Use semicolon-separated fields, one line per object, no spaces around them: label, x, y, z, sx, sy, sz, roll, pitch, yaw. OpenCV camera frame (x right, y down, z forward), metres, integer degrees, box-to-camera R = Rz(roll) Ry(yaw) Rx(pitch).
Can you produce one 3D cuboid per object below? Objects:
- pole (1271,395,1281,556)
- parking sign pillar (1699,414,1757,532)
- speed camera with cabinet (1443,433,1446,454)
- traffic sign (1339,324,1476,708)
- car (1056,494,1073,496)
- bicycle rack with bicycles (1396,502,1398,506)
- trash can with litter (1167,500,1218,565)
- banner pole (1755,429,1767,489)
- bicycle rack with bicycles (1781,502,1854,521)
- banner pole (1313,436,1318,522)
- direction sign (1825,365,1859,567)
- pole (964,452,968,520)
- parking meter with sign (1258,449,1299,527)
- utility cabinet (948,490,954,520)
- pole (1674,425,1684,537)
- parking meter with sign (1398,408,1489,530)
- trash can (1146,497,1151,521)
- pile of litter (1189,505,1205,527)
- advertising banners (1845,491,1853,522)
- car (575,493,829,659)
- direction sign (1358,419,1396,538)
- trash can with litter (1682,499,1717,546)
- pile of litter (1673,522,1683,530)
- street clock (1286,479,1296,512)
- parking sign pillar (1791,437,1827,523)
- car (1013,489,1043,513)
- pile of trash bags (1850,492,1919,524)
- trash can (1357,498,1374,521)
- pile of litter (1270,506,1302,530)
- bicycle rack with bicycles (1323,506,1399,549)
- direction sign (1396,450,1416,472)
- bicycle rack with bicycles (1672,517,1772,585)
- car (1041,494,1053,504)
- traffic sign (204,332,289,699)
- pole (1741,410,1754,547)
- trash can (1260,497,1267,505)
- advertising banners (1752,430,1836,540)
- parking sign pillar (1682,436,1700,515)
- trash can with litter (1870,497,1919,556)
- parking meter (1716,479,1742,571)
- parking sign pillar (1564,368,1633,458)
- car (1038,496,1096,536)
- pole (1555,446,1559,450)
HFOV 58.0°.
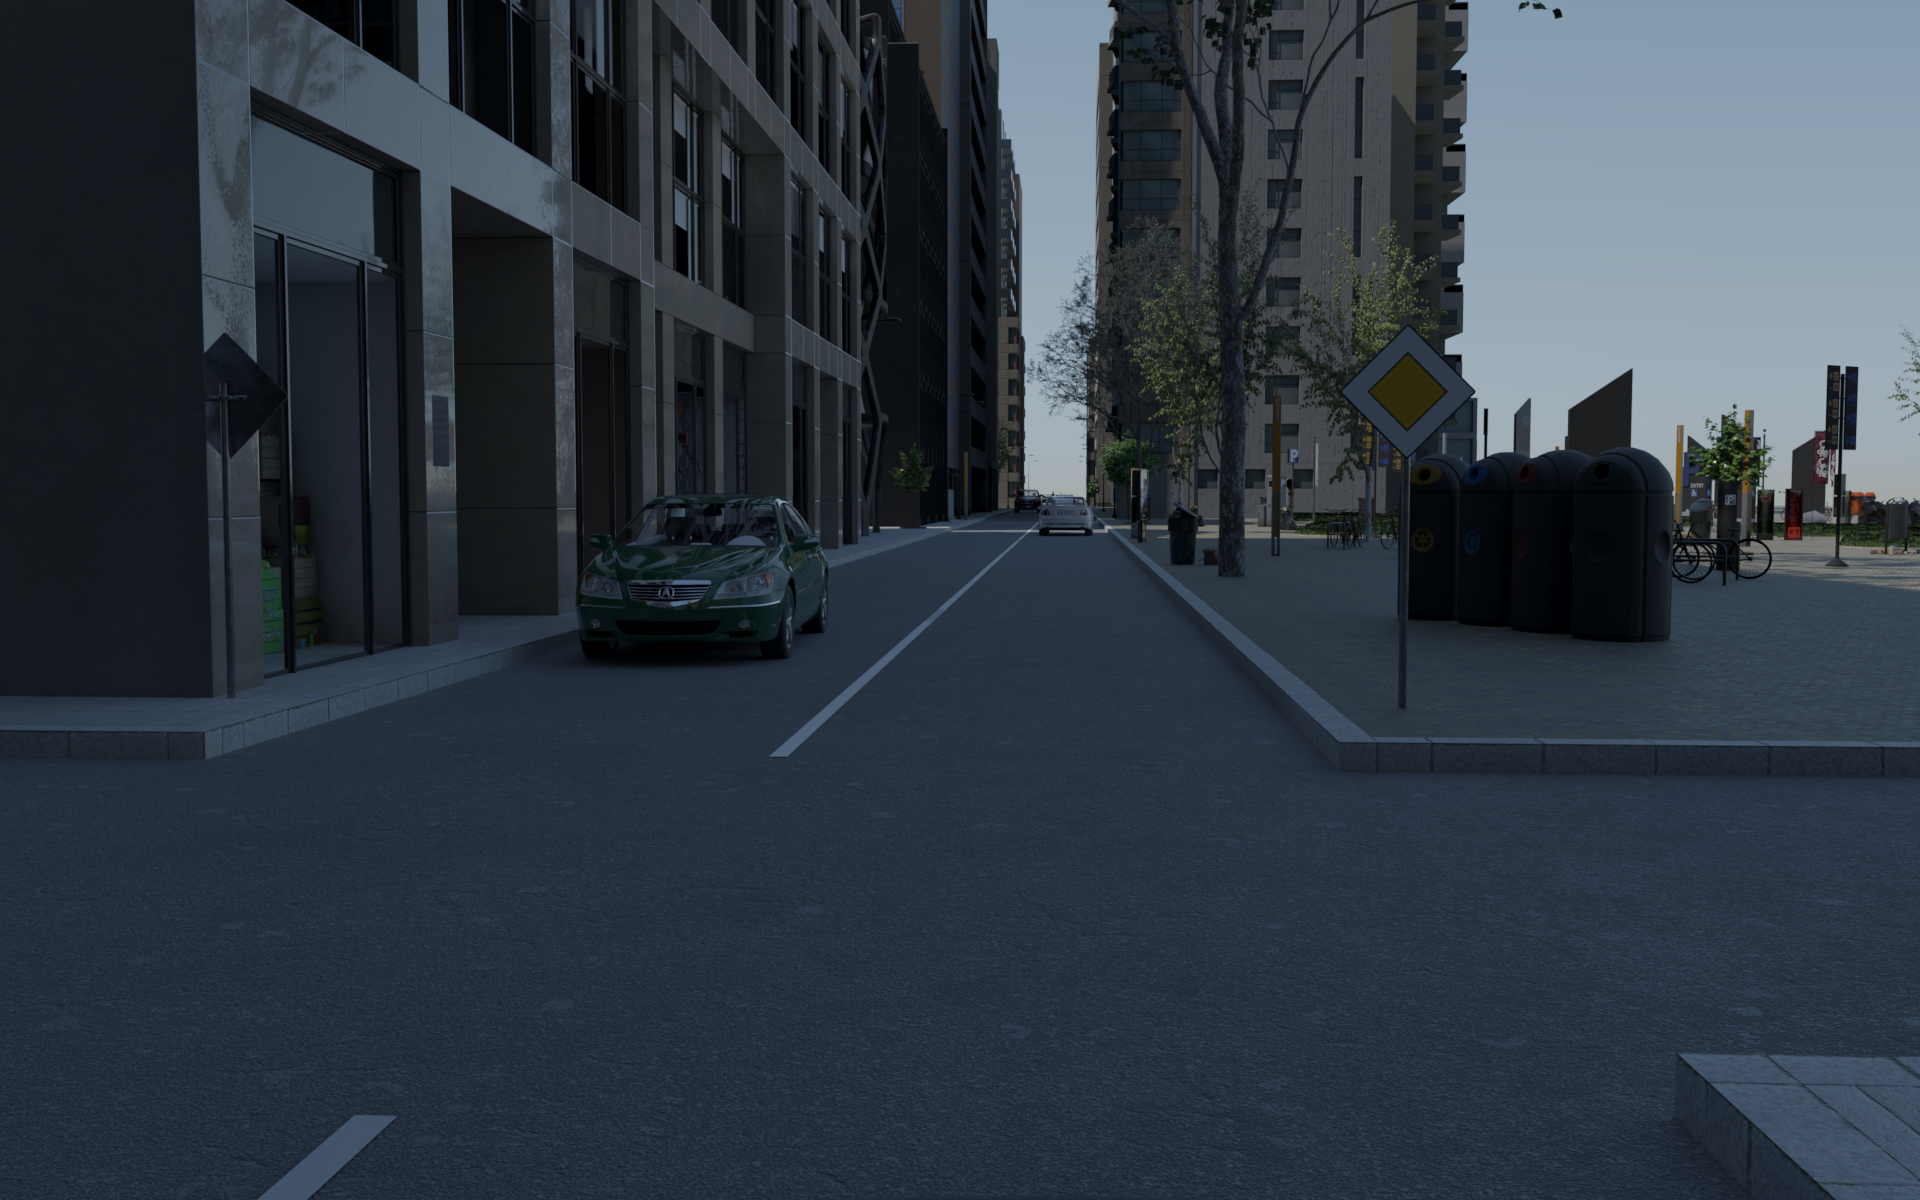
pole;6.557;-2.573;35.906;0.158;3.312;0.155;0;3;0
parking sign pillar;25.942;-4.249;57.938;1.447;3.967;1.447;-2;4;-30
speed camera with cabinet;16.223;-3.831;56.976;2.038;3.252;0.660;-2;4;-34
traffic sign;2.653;-0.410;10.342;0.795;2.450;0.064;0;4;4
car;7.066;-6.564;117.109;2.009;1.686;4.222;0;4;4
bicycle rack with bicycles;19.409;-3.734;74.440;2.925;0.926;2.852;0;4;-2
trash can with litter;4.309;-1.234;31.567;1.055;1.170;0.624;1;4;13
banner pole;30.731;-4.688;66.664;0.401;3.779;0.863;-2;4;-24
bicycle rack with bicycles;40.018;-4.146;81.170;2.925;0.926;2.852;3;5;40
banner pole;15.329;-5.176;74.644;0.401;3.779;0.863;2;4;26
direction sign;15.562;-2.363;30.628;0.876;3.537;0.379;-2;4;-31
pole;0.285;-5.537;84.365;0.158;3.312;0.155;0;3;0
parking meter with sign;12.291;-4.337;67.178;0.543;3.016;1.738;-3;4;-36
utility cabinet;-0.643;-4.627;84.336;0.318;1.500;1.173;-1;4;-21
pole;21.258;-3.509;51.207;0.158;3.312;0.155;0;3;0
parking meter with sign;9.878;-2.396;35.431;1.738;3.016;0.543;1;4;18
trash can;8.687;-4.296;81.892;0.748;1.137;0.748;0;3;0
pile of litter;8.915;-3.303;67.961;1.719;0.858;1.176;-2;4;-29
advertising banners;32.600;-4.155;64.119;0.090;3.025;2.074;0;4;6
car;-2.337;-0.294;16.599;2.131;1.459;4.920;0;4;2
direction sign;12.080;-3.571;50.383;0.876;3.537;0.379;3;5;39
trash can with litter;18.299;-1.929;42.926;1.055;1.170;0.624;-3;5;-41
pile of litter;24.345;-2.822;60.107;1.719;0.858;1.176;0;4;4
street clock;15.744;-4.762;82.425;0.471;2.002;0.358;2;4;27
parking sign pillar;35.368;-5.119;72.174;1.447;3.967;1.447;2;4;27
car;5.220;-7.563;132.320;2.281;1.827;5.304;0;4;4
pile of trash bags;39.476;-3.949;74.320;1.912;1.369;3.447;1;4;10
trash can;15.479;-3.319;65.918;0.748;1.137;0.748;0;3;0
pile of litter;11.756;-2.917;61.659;1.176;0.858;1.719;-1;4;-12
bicycle rack with bicycles;9.678;-1.684;40.923;2.852;0.926;2.925;2;4;34
direction sign;15.450;-4.177;60.283;0.876;3.537;0.379;3;5;41
bicycle rack with bicycles;10.338;-0.754;25.703;2.925;0.926;2.852;2;4;31
car;12.137;-13.924;239.662;2.014;1.417;4.499;0;4;3
traffic sign;-4.575;-0.439;10.821;0.795;2.450;0.064;0;4;4
pole;19.127;-2.949;42.059;0.158;3.312;0.155;0;3;0
trash can;14.840;-4.406;83.695;0.748;1.137;0.748;0;3;0
advertising banners;23.016;-3.158;47.817;2.074;3.025;0.090;0;4;7
parking sign pillar;33.731;-5.551;79.233;1.447;3.967;1.447;-2;4;-28
trash can with litter;20.309;-1.574;36.785;2.233;1.210;1.678;-1;4;-13
parking meter;12.923;-1.266;29.111;0.372;1.533;0.369;0;3;0
parking sign pillar;13.734;-2.988;37.329;1.447;3.967;1.447;0;4;7
car;3.755;-2.974;60.985;2.083;1.381;4.827;0;4;5
pole;25.478;-4.902;73.988;0.158;3.312;0.155;0;3;0
